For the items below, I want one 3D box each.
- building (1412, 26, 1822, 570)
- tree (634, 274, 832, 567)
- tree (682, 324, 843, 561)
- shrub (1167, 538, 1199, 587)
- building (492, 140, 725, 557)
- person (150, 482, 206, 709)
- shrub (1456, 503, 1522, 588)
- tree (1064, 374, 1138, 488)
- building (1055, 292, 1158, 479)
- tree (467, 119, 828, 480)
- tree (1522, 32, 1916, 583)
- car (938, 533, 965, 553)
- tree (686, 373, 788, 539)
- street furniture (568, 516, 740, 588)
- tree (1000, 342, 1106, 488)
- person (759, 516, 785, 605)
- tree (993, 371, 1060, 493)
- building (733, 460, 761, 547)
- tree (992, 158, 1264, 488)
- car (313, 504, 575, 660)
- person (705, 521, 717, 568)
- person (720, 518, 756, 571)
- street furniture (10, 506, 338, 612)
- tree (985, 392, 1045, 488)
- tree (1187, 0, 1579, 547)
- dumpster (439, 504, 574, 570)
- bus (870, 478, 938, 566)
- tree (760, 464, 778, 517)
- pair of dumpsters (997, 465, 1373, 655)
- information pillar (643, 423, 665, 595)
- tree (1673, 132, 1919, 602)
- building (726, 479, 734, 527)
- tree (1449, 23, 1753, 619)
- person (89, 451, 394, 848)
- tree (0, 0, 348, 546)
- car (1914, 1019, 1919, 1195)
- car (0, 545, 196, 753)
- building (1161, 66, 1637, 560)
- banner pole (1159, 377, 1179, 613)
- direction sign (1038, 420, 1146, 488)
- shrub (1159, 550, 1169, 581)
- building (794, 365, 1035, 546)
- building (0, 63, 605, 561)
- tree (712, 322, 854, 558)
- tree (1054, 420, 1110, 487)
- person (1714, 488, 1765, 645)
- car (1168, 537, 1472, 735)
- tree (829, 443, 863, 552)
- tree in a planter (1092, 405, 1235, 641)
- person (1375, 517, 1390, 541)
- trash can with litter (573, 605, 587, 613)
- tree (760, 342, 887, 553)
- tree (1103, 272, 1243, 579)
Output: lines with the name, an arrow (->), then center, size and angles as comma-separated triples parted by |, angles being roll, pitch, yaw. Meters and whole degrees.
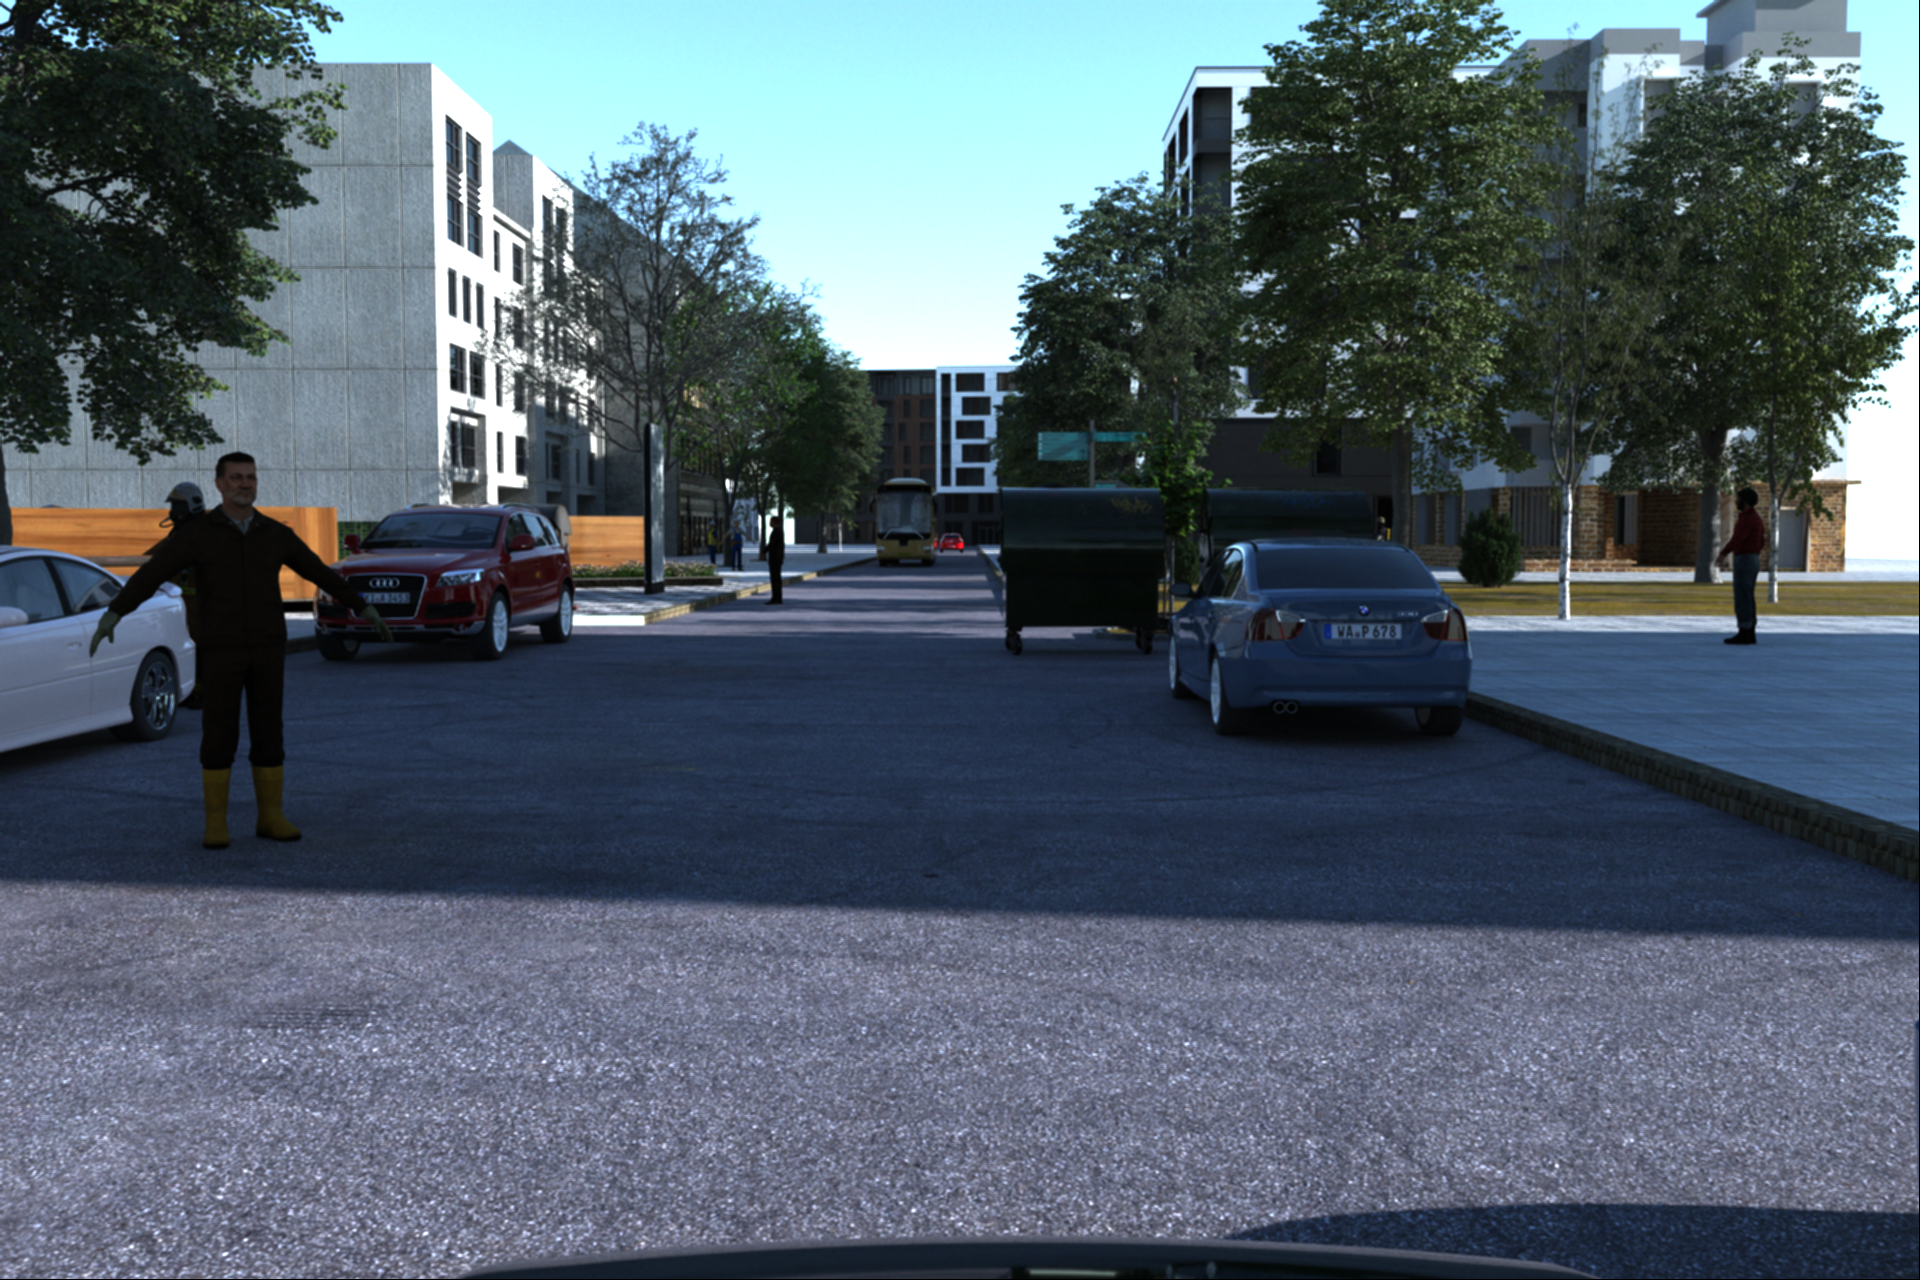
building -> 24.073, -13.118, 70.907 | 16.016, 20.090, 11.380 | 0, 4, 0
tree -> -8.983, -8.675, 67.591 | 9.928, 11.665, 9.643 | 0, 3, 0
tree -> -9.369, -9.531, 81.591 | 9.928, 11.665, 9.643 | 0, 3, 0
shrub -> 5.538, -1.903, 42.233 | 1.383, 1.207, 1.383 | 0, 3, 0
building -> -25.000, -16.830, 106.094 | 19.493, 23.208, 18.063 | 0, 4, 1
person -> -6.352, -0.368, 14.241 | 1.354, 1.858, 0.705 | 2, 4, 29
shrub -> 12.732, -2.278, 41.663 | 1.690, 2.028, 1.600 | 0, 3, 0
tree -> 6.046, -7.506, 73.081 | 4.360, 8.622, 3.978 | 0, 3, 0
building -> 22.485, -19.477, 162.431 | 27.936, 21.610, 32.646 | 0, 3, 0
tree -> -9.061, -8.590, 50.810 | 12.009, 13.543, 11.850 | 0, 3, 0
tree -> 19.697, -8.489, 45.455 | 9.857, 13.997, 8.962 | 0, 3, 0
car -> -0.655, -7.603, 133.343 | 2.155, 1.783, 4.494 | 0, 4, -1
tree -> -9.931, -7.540, 73.649 | 4.360, 8.622, 3.978 | 0, 3, 0
street furniture -> -9.294, -2.252, 43.677 | 11.010, 1.723, 9.812 | -2, 4, -32
tree -> 6.235, -11.259, 102.217 | 7.486, 12.596, 7.792 | 0, 3, 0
person -> -3.783, -1.625, 35.252 | 0.704, 1.802, 1.346 | 1, 4, 11
tree -> 5.866, -12.127, 116.407 | 7.486, 12.596, 7.792 | 0, 3, 0
building -> -25.854, -14.924, 186.155 | 9.099, 9.664, 28.070 | 0, 4, 0
tree -> 5.658, -9.377, 59.969 | 9.857, 13.997, 8.962 | 0, 3, 0
car -> -6.209, -0.776, 21.358 | 2.281, 1.827, 5.304 | 0, 4, 1
person -> -9.479, -3.625, 65.731 | 0.721, 1.772, 1.216 | -2, 4, -23
person -> -7.743, -3.320, 60.141 | 1.347, 1.847, 0.705 | -2, 4, -34
street furniture -> -13.461, -1.452, 30.593 | 9.812, 1.723, 11.010 | -3, 5, -43
tree -> 6.691, -13.844, 133.004 | 9.857, 13.997, 8.962 | 0, 3, 0
tree -> 8.133, -7.040, 33.234 | 7.486, 12.596, 7.792 | 0, 3, 0
dumpster -> -6.619, -1.027, 25.007 | 1.865, 1.857, 1.264 | 0, 4, 0
bus -> -2.389, -5.414, 80.060 | 2.896, 3.916, 12.252 | 0, 4, 0
tree -> -26.172, -17.360, 218.249 | 7.601, 10.594, 8.767 | 0, 4, -2
pair of dumpsters -> 2.662, -0.981, 20.998 | 4.436, 2.255, 1.574 | 0, 4, -1
information pillar -> -6.616, -2.821, 37.437 | 0.184, 3.620, 1.656 | 0, 4, -1
tree -> 15.483, -5.005, 32.202 | 4.737, 8.622, 4.395 | 0, 3, 0
building -> -27.352, -18.382, 156.966 | 16.016, 20.090, 11.380 | 0, 4, 1
tree -> 8.911, -4.625, 25.982 | 4.360, 8.622, 3.978 | 0, 3, 0
person -> -3.320, 0.035, 8.029 | 1.346, 1.812, 0.704 | -3, 5, -39
tree -> -12.848, -7.083, 22.456 | 9.857, 13.997, 8.962 | 0, 3, 0
car -> 2.609, 0.657, 1.268 | 2.014, 1.417, 4.499 | 0, 4, 0
car -> -6.486, 0.103, 10.686 | 2.083, 1.381, 4.827 | 0, 4, 1
building -> 24.443, -15.185, 92.250 | 27.936, 21.610, 32.646 | 0, 4, 1
banner pole -> 3.391, -2.288, 27.420 | 0.401, 3.779, 0.863 | 0, 4, -1
direction sign -> 3.073, -3.131, 39.953 | 2.525, 3.948, 1.411 | 0, 4, 1
shrub -> 5.145, -2.153, 46.323 | 1.383, 1.207, 1.383 | 0, 3, 0
building -> -3.066, -23.065, 223.546 | 32.646, 21.610, 27.936 | 1, 4, 8
building -> -28.221, -13.127, 81.077 | 16.747, 18.905, 31.486 | 0, 4, 0
tree -> -9.454, -10.603, 91.493 | 7.486, 12.596, 7.792 | 0, 3, 0
tree -> 6.612, -8.681, 92.300 | 4.737, 8.622, 4.395 | 0, 3, 0
person -> 9.142, -0.863, 20.225 | 0.704, 1.816, 1.345 | 3, 5, 41
car -> 2.699, -0.100, 13.632 | 2.014, 1.417, 4.499 | 0, 4, 1
tree -> -8.884, -10.778, 126.583 | 4.737, 8.622, 4.395 | 0, 3, 0
tree in a planter -> 2.861, -1.642, 24.072 | 1.991, 3.239, 1.994 | 0, 4, 1
person -> 14.205, -3.231, 58.607 | 0.705, 1.856, 1.354 | 2, 4, 23
trash can with litter -> -6.885, -1.094, 28.938 | 1.678, 1.210, 2.233 | 0, 4, 1
tree -> -9.324, -12.852, 116.783 | 9.857, 13.997, 8.962 | 0, 3, 0
tree -> 5.726, -6.046, 49.212 | 4.360, 8.622, 3.978 | 0, 3, 0
